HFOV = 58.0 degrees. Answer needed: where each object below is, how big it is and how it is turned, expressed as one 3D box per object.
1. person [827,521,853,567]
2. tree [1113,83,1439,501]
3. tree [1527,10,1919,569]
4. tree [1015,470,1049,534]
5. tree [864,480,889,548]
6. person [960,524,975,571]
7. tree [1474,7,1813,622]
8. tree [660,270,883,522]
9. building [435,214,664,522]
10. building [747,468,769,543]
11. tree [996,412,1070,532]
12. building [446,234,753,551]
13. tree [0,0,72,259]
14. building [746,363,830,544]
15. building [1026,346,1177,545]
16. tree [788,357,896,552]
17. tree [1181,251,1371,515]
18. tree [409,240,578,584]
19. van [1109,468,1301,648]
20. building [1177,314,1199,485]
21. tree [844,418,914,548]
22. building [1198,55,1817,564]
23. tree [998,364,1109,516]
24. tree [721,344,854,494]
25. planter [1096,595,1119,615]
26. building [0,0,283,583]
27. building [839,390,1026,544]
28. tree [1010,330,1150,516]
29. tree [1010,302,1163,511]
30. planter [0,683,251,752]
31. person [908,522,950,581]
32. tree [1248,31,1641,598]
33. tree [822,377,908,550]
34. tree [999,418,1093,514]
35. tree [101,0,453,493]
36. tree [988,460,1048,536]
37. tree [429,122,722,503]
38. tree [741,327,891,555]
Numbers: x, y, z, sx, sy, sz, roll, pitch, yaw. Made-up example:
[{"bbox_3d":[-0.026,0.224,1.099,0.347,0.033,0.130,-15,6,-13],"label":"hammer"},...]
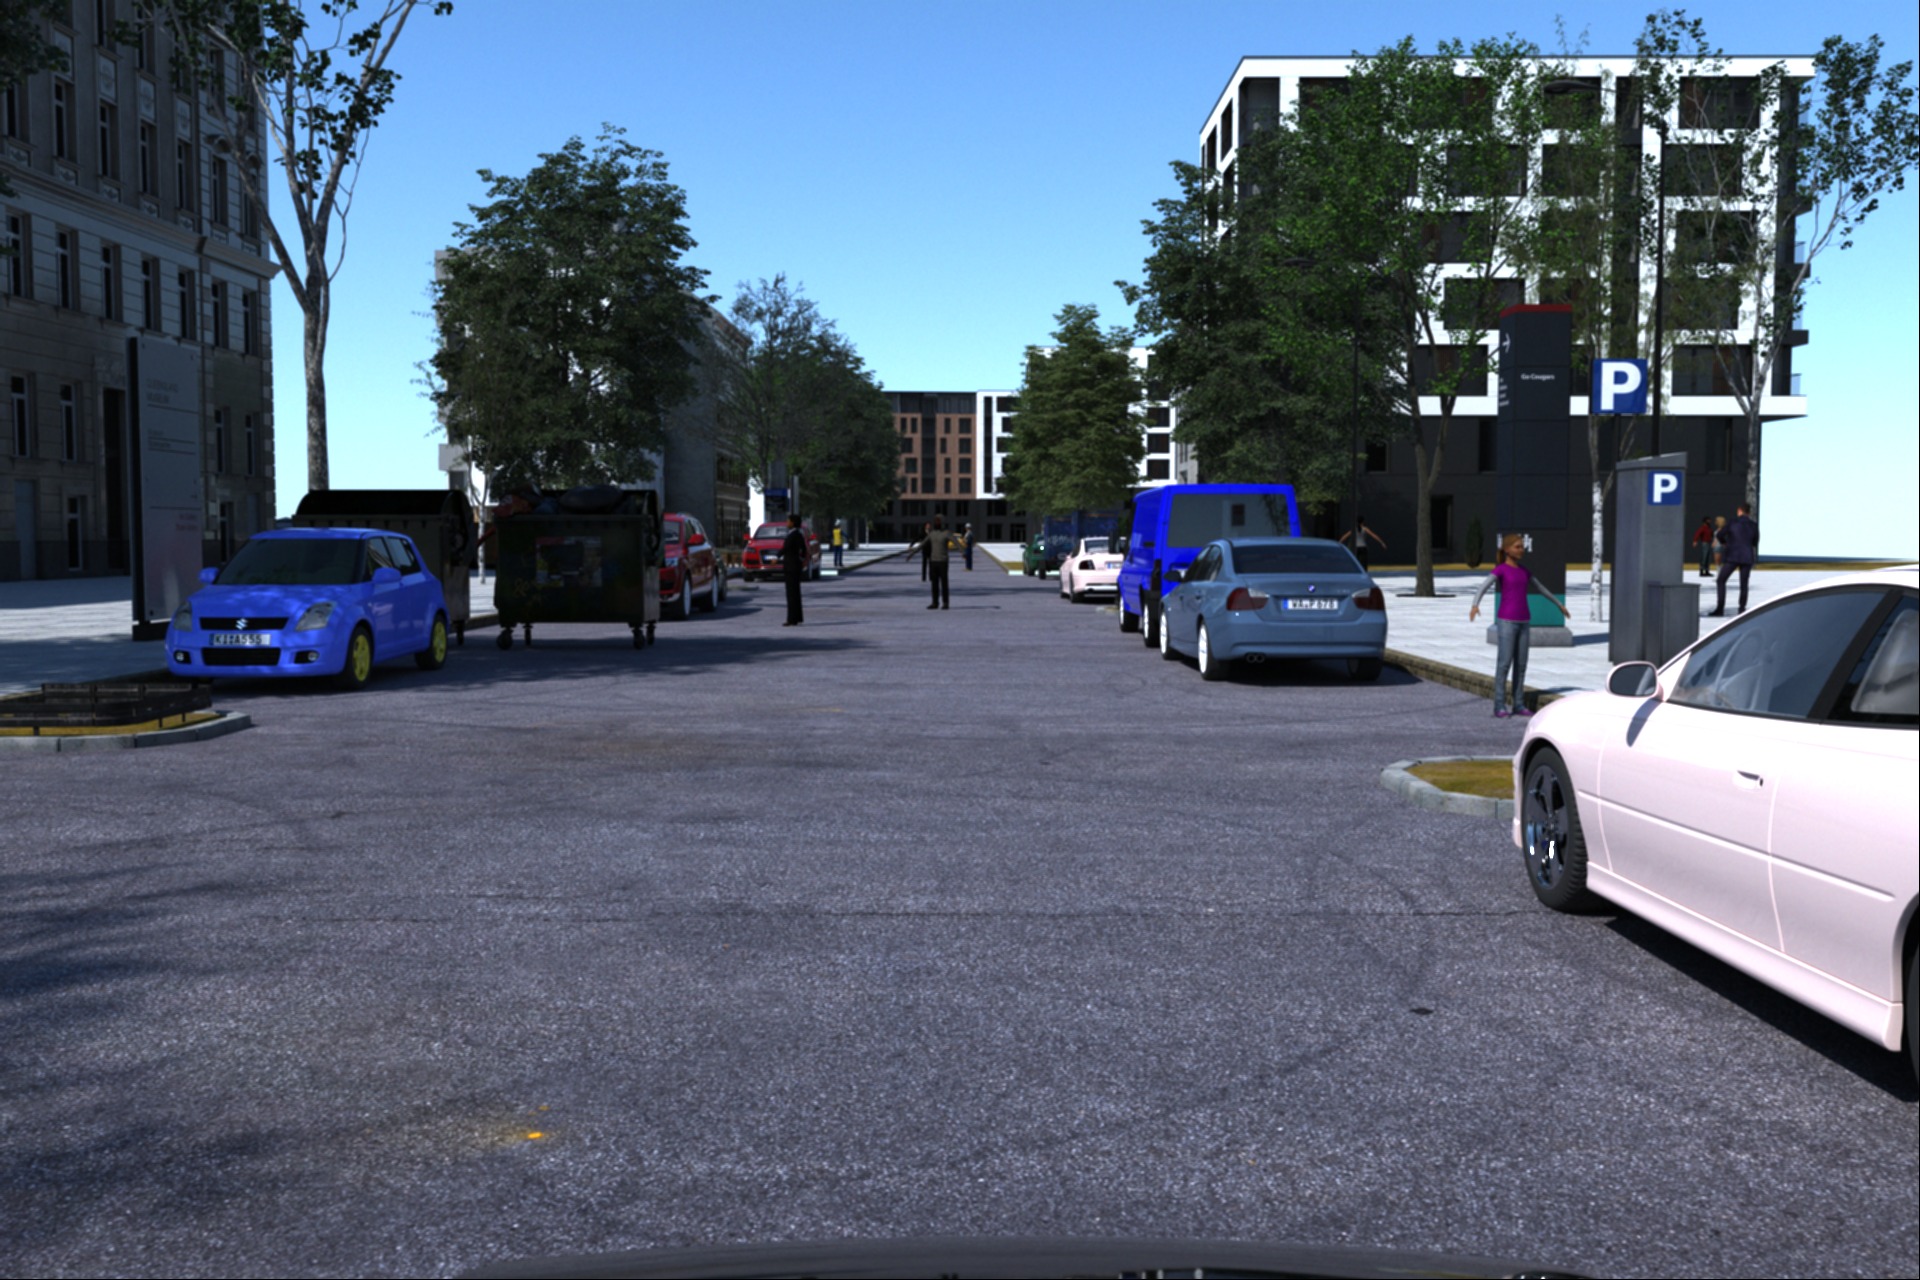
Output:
[{"bbox_3d":[-4.714,-3.746,67.709,1.216,1.772,0.721,2,4,30],"label":"person"},{"bbox_3d":[9.379,-8.830,51.026,9.857,13.997,8.962,0,3,0],"label":"tree"},{"bbox_3d":[27.823,-12.709,63.681,12.611,20.169,13.585,0,3,0],"label":"tree"},{"bbox_3d":[6.854,-11.517,138.661,4.360,8.622,3.978,0,3,0],"label":"tree"},{"bbox_3d":[-8.503,-13.021,163.253,4.737,8.622,4.395,0,3,0],"label":"tree"},{"bbox_3d":[0.310,-3.663,68.203,0.705,1.847,1.347,2,4,28],"label":"person"},{"bbox_3d":[9.134,-4.576,25.174,4.360,8.622,3.978,0,3,0],"label":"tree"},{"bbox_3d":[-8.968,-10.453,81.282,12.009,13.543,11.850,0,3,0],"label":"tree"},{"bbox_3d":[-25.018,-15.113,103.524,16.016,20.090,11.380,0,4,1],"label":"building"},{"bbox_3d":[-26.068,-15.965,203.175,9.099,9.664,28.070,0,4,-1],"label":"building"},{"bbox_3d":[6.836,-13.938,146.012,7.486,12.596,7.792,0,3,0],"label":"tree"},{"bbox_3d":[-26.074,-18.161,127.866,19.493,23.208,18.063,0,3,0],"label":"building"},{"bbox_3d":[-12.159,-6.567,14.033,9.857,13.997,8.962,0,3,0],"label":"tree"},{"bbox_3d":[-26.846,-24.199,226.579,19.493,23.208,18.063,0,4,1],"label":"building"},{"bbox_3d":[21.638,-22.076,204.912,27.936,21.610,32.646,0,4,0],"label":"building"},{"bbox_3d":[-9.292,-13.360,125.084,9.857,13.997,8.962,0,3,0],"label":"tree"},{"bbox_3d":[12.334,-9.187,68.331,7.486,12.596,7.792,0,3,0],"label":"tree"},{"bbox_3d":[-12.386,-5.728,44.017,4.360,8.622,3.978,0,3,0],"label":"tree"},{"bbox_3d":[3.272,-1.169,23.505,2.240,2.365,5.245,0,4,-1],"label":"van"},{"bbox_3d":[25.854,-15.765,124.213,16.747,18.905,31.486,0,4,0],"label":"building"},{"bbox_3d":[-9.205,-14.968,155.090,12.009,13.543,11.850,0,3,0],"label":"tree"},{"bbox_3d":[26.130,-15.088,90.664,27.936,21.610,32.646,0,4,0],"label":"building"},{"bbox_3d":[6.081,-10.970,105.108,9.928,11.665,9.643,0,3,0],"label":"tree"},{"bbox_3d":[-9.212,-10.316,94.420,9.928,11.665,9.643,0,3,0],"label":"tree"},{"bbox_3d":[3.488,-0.627,31.398,1.991,0.319,1.994,0,4,1],"label":"planter"},{"bbox_3d":[-30.982,-15.554,51.575,12.463,27.353,25.104,0,3,0],"label":"building"},{"bbox_3d":[-1.074,-25.140,257.473,32.646,21.610,27.936,0,4,-7],"label":"building"},{"bbox_3d":[6.599,-10.853,95.566,7.486,12.596,7.792,0,3,0],"label":"tree"},{"bbox_3d":[6.139,-10.243,85.597,7.486,12.596,7.792,0,3,0],"label":"tree"},{"bbox_3d":[-6.259,0.536,12.376,1.991,0.319,1.994,0,4,0],"label":"planter"},{"bbox_3d":[-0.965,-2.692,52.655,1.347,1.806,0.705,-1,4,-19],"label":"person"},{"bbox_3d":[9.626,-6.692,35.168,9.928,11.665,9.643,0,3,0],"label":"tree"},{"bbox_3d":[-8.818,-14.323,140.839,9.857,13.997,8.962,0,3,0],"label":"tree"},{"bbox_3d":[6.097,-11.254,118.419,7.601,10.594,8.767,-2,4,-26],"label":"tree"},{"bbox_3d":[-13.377,-10.731,31.342,12.611,20.169,13.585,0,3,0],"label":"tree"},{"bbox_3d":[6.744,-13.572,156.306,8.767,10.594,7.601,-1,4,-10],"label":"tree"},{"bbox_3d":[-12.442,-9.058,54.749,9.857,13.997,8.962,0,3,0],"label":"tree"},{"bbox_3d":[-8.863,-12.162,105.510,9.857,13.997,8.962,0,3,0],"label":"tree"}]
